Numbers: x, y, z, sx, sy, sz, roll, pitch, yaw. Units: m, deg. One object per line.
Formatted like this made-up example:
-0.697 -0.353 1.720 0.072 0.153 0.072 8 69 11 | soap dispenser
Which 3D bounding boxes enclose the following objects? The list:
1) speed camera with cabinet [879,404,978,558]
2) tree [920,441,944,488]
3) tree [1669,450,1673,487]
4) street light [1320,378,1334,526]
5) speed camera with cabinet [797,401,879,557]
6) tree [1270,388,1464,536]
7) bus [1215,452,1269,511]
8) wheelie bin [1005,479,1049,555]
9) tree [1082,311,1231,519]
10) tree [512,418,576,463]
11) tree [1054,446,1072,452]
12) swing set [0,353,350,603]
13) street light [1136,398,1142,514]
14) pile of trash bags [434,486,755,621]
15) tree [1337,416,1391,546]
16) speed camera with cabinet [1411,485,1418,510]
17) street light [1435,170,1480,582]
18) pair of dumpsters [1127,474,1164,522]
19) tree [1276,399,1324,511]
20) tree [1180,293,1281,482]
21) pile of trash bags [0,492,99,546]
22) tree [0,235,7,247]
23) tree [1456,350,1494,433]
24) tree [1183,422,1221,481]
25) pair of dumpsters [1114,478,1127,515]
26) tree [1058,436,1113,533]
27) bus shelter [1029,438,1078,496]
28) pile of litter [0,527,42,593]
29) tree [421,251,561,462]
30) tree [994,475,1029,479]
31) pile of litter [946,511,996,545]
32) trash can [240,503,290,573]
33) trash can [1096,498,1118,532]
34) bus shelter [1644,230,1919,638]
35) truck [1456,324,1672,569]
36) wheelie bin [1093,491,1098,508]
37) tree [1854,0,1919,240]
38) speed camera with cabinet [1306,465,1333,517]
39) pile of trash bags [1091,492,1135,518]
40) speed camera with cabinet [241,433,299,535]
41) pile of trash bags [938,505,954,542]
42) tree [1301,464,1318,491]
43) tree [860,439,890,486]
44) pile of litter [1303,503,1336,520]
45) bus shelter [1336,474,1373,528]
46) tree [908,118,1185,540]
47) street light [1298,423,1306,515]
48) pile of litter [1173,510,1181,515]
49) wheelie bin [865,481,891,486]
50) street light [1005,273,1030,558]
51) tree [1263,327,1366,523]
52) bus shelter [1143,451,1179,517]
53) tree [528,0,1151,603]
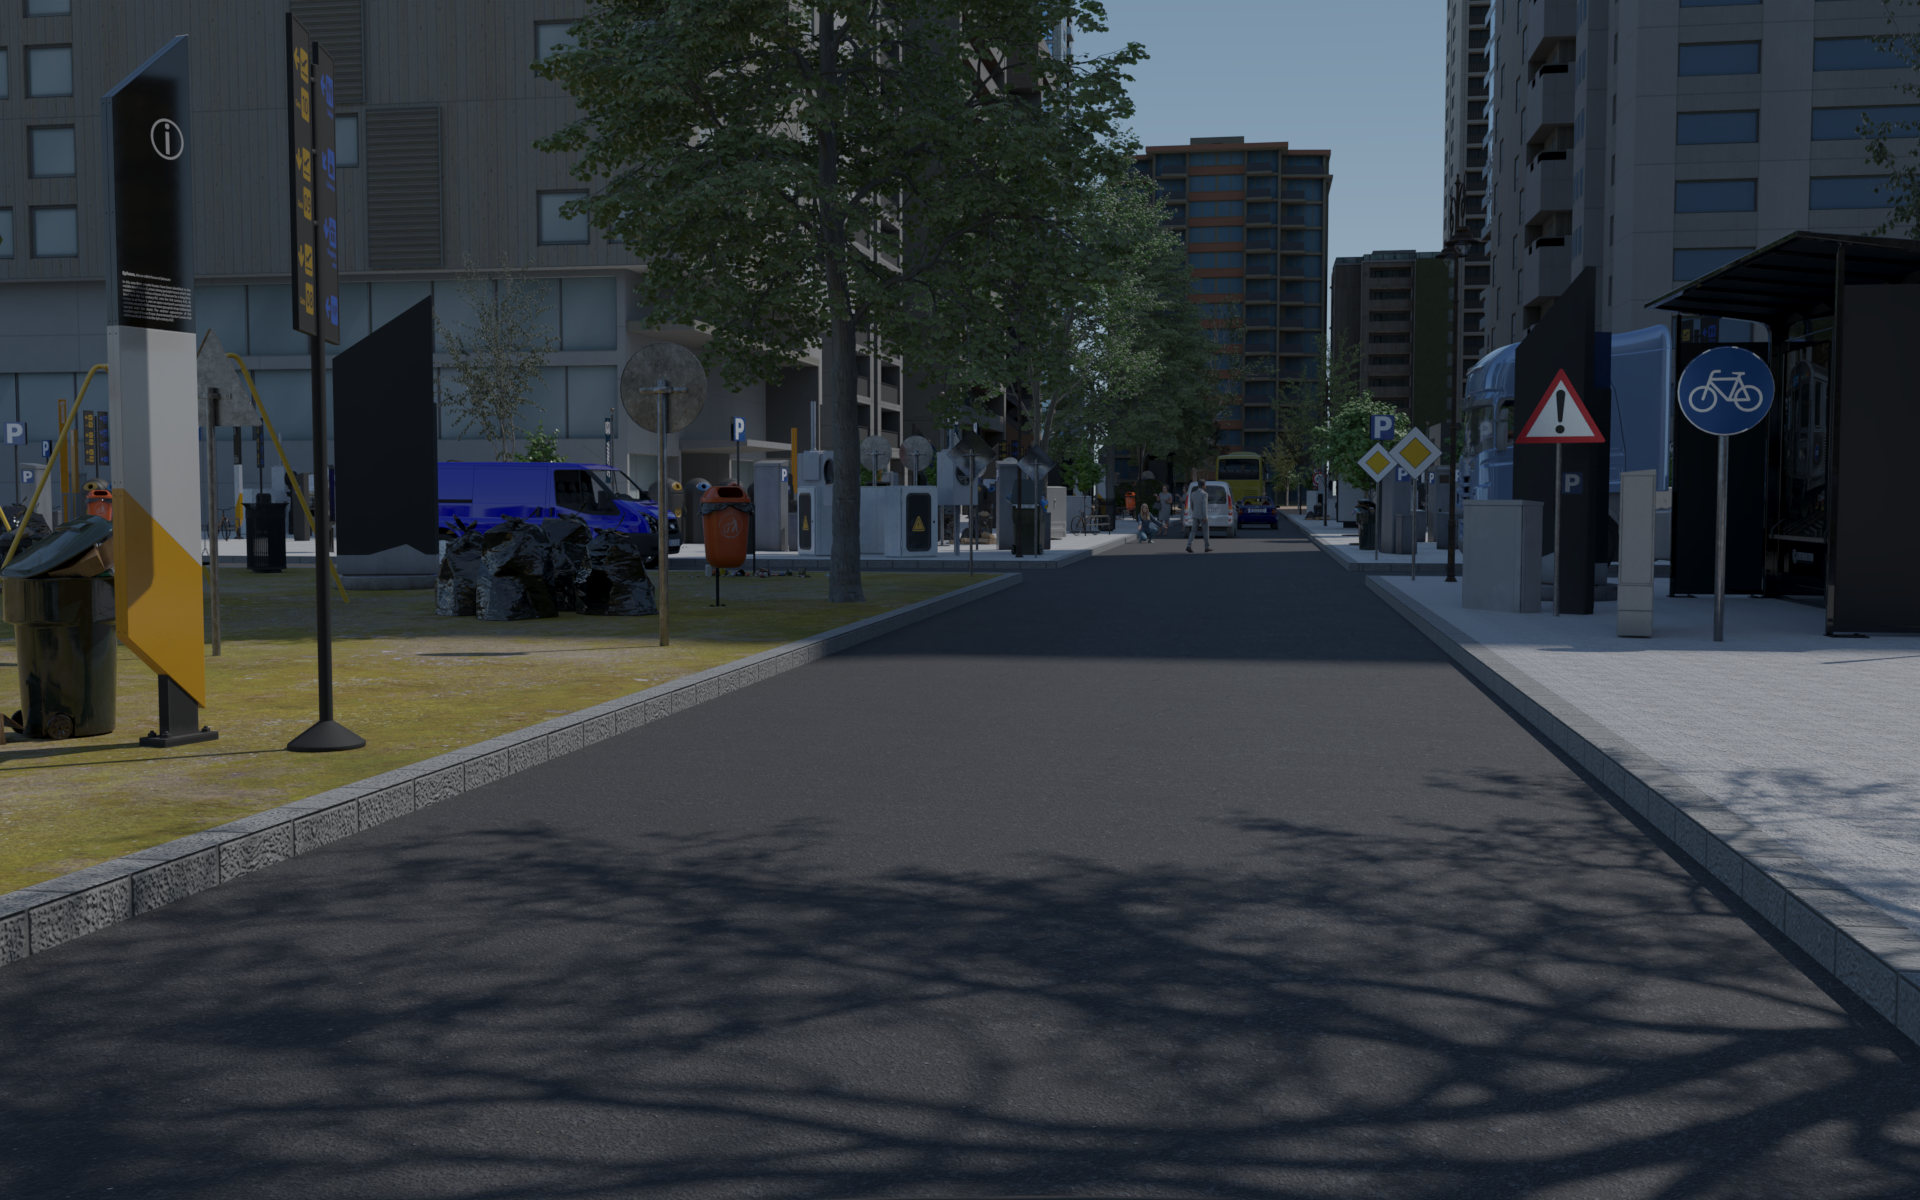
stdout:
-0.576 -2.506 35.303 2.038 3.252 0.660 -3 5 -40 | speed camera with cabinet
-0.553 -4.115 61.879 1.663 3.219 1.824 0 3 0 | tree
27.800 -4.491 68.026 1.663 3.219 1.824 0 3 0 | tree
14.660 -5.903 69.301 0.468 5.910 1.993 1 4 10 | street light
-2.421 -2.613 37.053 2.038 3.252 0.660 1 4 16 | speed camera with cabinet
12.519 -4.240 53.034 4.285 4.588 4.351 0 3 0 | tree
16.362 -6.666 100.533 2.896 3.916 12.252 1 4 11 | bus
1.433 -1.758 36.644 0.980 1.594 0.693 1 4 16 | wheelie bin
9.295 -9.401 88.111 7.601 10.594 8.767 3 4 36 | tree
-10.544 -3.025 44.057 1.663 3.219 1.824 0 3 0 | tree
6.581 -7.431 105.215 4.285 4.588 4.351 0 3 0 | tree
-9.098 -1.369 20.005 3.119 2.851 2.862 3 4 36 | swing set
7.539 -6.086 72.292 0.468 5.910 1.993 1 4 10 | street light
-3.880 -0.558 18.870 3.447 1.369 1.912 -2 4 -29 | pile of trash bags
10.246 -2.986 43.429 1.663 3.219 1.824 0 3 0 | tree
18.677 -4.770 72.327 0.660 3.252 2.038 2 4 24 | speed camera with cabinet
7.180 -3.203 25.153 0.468 5.910 1.993 1 4 10 | street light
8.836 -4.771 80.506 1.574 2.255 4.437 1 4 10 | pair of dumpsters
26.395 -11.231 133.984 4.360 8.622 3.978 0 3 0 | tree
23.321 -18.832 163.789 12.611 20.169 13.585 0 3 0 | tree
-21.226 -1.827 39.631 3.447 1.369 1.912 -3 4 -37 | pile of trash bags
-5.061 -1.341 5.645 4.285 4.588 4.351 0 3 0 | tree
26.615 -8.229 84.904 4.737 8.622 4.395 0 3 0 | tree
24.749 -13.752 175.204 4.360 8.622 3.978 0 3 0 | tree
9.941 -6.241 104.534 1.574 2.255 4.437 1 4 10 | pair of dumpsters
4.011 -3.848 57.510 1.663 3.219 1.824 0 3 0 | tree
4.174 -5.063 74.059 1.731 3.624 6.357 1 4 9 | bus shelter
-12.442 -0.533 22.678 1.719 0.858 1.176 1 4 11 | pile of litter
-13.772 -6.189 51.552 4.360 8.622 3.978 0 3 0 | tree
2.574 -5.424 83.289 1.663 3.219 1.824 0 3 0 | tree
0.473 -1.851 44.226 1.719 0.858 1.176 3 4 37 | pile of litter
-11.305 -1.013 28.215 0.748 1.137 0.748 0 3 0 | trash can
5.042 -2.927 59.502 0.748 1.137 0.748 0 3 0 | trash can
8.806 -1.657 18.382 1.731 3.624 6.357 1 4 10 | bus shelter
17.001 -2.314 27.595 18.799 4.110 2.967 1 4 9 | truck
7.286 -4.995 89.583 0.693 1.594 0.980 -1 4 -10 | wheelie bin
13.306 -4.383 22.028 4.360 8.622 3.978 0 3 0 | tree
18.637 -5.828 89.617 0.660 3.252 2.038 3 4 37 | speed camera with cabinet
7.752 -5.023 91.877 3.447 1.369 1.912 2 4 28 | pile of trash bags
-22.026 -3.727 55.277 0.660 3.252 2.038 1 4 23 | speed camera with cabinet
-1.007 -2.330 47.841 1.912 1.369 3.447 0 4 -8 | pile of trash bags
22.553 -7.036 109.641 1.663 3.219 1.824 0 3 0 | tree
-3.560 -4.085 61.394 1.663 3.219 1.824 0 3 0 | tree
17.648 -4.337 84.872 1.719 0.858 1.176 1 4 10 | pile of litter
14.624 -4.226 63.025 2.014 3.302 5.546 1 4 10 | bus shelter
2.296 -7.474 47.962 9.928 11.665 9.643 0 3 0 | tree
21.092 -8.217 107.129 0.468 5.910 1.993 1 4 10 | street light
13.304 -5.790 108.637 1.176 0.858 1.719 1 4 20 | pile of litter
-2.022 -2.180 43.545 0.980 1.594 0.693 -1 4 -19 | wheelie bin
1.200 -3.797 34.872 0.468 5.910 1.993 1 4 10 | street light
16.119 -7.734 76.806 4.737 8.622 4.395 0 3 0 | tree
11.422 -6.539 98.197 1.731 3.624 6.357 1 4 10 | bus shelter
-1.773 -6.262 20.504 7.486 12.596 7.792 0 3 0 | tree
